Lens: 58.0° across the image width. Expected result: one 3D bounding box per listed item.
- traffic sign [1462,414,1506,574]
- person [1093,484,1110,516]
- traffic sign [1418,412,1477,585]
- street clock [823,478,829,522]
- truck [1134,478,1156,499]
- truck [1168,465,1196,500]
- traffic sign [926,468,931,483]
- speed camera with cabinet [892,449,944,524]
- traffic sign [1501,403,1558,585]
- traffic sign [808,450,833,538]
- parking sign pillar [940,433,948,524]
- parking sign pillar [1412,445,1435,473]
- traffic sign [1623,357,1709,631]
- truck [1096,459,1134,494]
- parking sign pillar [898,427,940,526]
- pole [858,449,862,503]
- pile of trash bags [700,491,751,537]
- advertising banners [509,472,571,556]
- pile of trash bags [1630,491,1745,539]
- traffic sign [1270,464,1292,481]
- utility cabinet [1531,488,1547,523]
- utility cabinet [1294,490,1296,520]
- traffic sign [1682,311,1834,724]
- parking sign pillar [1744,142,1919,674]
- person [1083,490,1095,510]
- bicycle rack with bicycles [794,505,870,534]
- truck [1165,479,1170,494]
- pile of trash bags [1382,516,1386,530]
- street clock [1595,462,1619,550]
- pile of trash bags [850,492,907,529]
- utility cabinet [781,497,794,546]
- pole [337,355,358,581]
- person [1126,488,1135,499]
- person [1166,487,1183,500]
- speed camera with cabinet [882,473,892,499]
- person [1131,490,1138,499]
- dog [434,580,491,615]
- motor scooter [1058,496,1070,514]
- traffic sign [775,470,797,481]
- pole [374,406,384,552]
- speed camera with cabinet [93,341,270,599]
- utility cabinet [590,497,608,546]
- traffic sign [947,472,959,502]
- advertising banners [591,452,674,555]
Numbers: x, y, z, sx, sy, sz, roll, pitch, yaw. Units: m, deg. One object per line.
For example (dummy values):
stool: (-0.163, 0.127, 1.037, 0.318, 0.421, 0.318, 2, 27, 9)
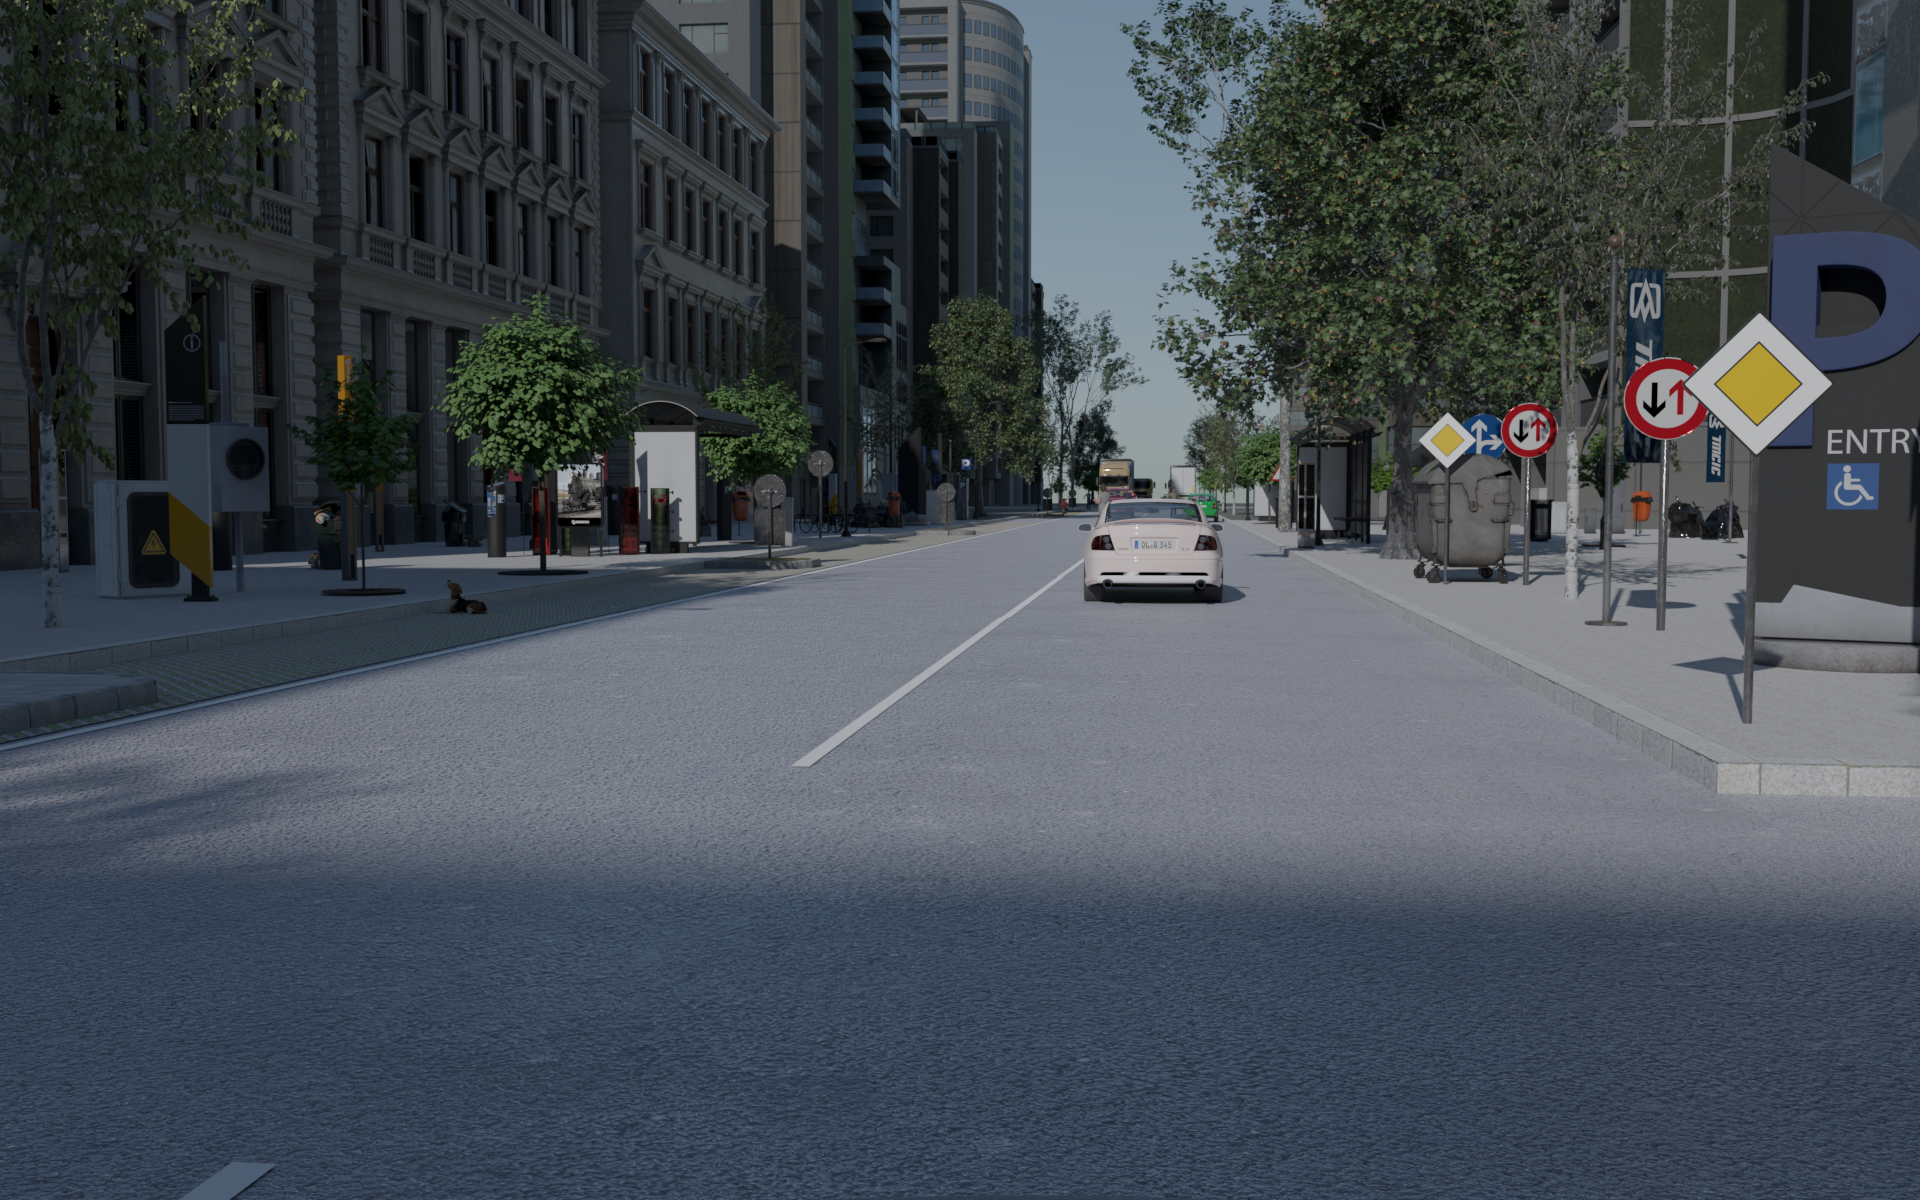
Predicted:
traffic sign: (8.355, -1.688, 27.709, 0.768, 2.556, 0.104, 1, 4, 17)
person: (4.882, -3.052, 58.760, 0.716, 1.782, 0.532, -2, 4, -35)
traffic sign: (6.871, -1.424, 24.466, 0.795, 2.450, 0.064, 1, 4, 14)
street clock: (-5.988, -4.472, 77.689, 0.358, 2.002, 0.471, -1, 4, -19)
truck: (22.422, -13.308, 213.501, 3.469, 3.379, 9.791, 0, 4, 7)
truck: (22.348, -11.326, 174.097, 2.839, 4.237, 11.283, 0, 4, 7)
traffic sign: (-1.747, -5.018, 82.150, 0.768, 2.556, 0.104, 1, 4, 9)
speed camera with cabinet: (-1.734, -4.835, 73.380, 2.038, 3.252, 0.660, -1, 4, -9)
traffic sign: (7.952, -1.477, 24.261, 0.768, 2.556, 0.104, 1, 4, 9)
traffic sign: (-4.070, -3.075, 50.390, 0.768, 2.556, 0.104, 1, 4, 10)
parking sign pillar: (-1.001, -5.347, 75.887, 1.447, 3.967, 1.447, 0, 4, -1)
parking sign pillar: (21.679, -5.685, 81.422, 1.447, 3.967, 1.447, 3, 5, 40)
traffic sign: (6.593, -0.985, 16.217, 0.768, 2.556, 0.104, 1, 4, 13)
truck: (12.611, -9.205, 139.407, 2.839, 4.237, 11.283, 0, 4, 8)
parking sign pillar: (-1.942, -4.997, 70.173, 1.447, 3.967, 1.447, -3, 5, -42)
pole: (-4.511, -5.150, 78.048, 0.158, 3.312, 0.155, 0, 3, 0)
pile of trash bags: (-8.079, -2.632, 52.785, 3.447, 1.369, 1.912, -1, 4, -19)
advertising banners: (-8.736, -2.447, 36.196, 2.074, 3.025, 0.090, 2, 4, 28)
pile of trash bags: (21.412, -2.535, 51.206, 1.912, 1.369, 3.447, -3, 4, -36)
traffic sign: (12.840, -4.236, 69.264, 0.884, 2.594, 0.081, 1, 4, 12)
utility cabinet: (20.833, -3.289, 62.451, 0.318, 1.500, 1.173, 0, 4, 3)
utility cabinet: (15.870, -4.570, 83.396, 1.173, 1.500, 0.318, -2, 4, -27)
traffic sign: (4.400, -0.366, 9.623, 0.795, 2.450, 0.064, 0, 4, 7)
parking sign pillar: (6.713, -1.498, 12.965, 1.447, 3.967, 1.447, 2, 4, 32)
person: (11.827, -9.196, 158.936, 1.350, 1.814, 0.705, 3, 4, 37)
bicycle rack with bicycles: (-4.239, -2.686, 57.303, 2.852, 0.926, 2.925, -3, 5, -43)
truck: (28.698, -14.165, 227.521, 3.469, 3.379, 9.791, 0, 4, 6)
pile of trash bags: (16.895, -3.203, 62.116, 3.447, 1.369, 1.912, -2, 4, -34)
street clock: (14.775, -2.144, 39.625, 0.471, 2.002, 0.358, 0, 4, -6)
pile of trash bags: (-2.920, -3.423, 65.726, 1.912, 1.369, 3.447, -1, 4, -20)
utility cabinet: (-4.269, -1.938, 42.852, 0.306, 1.237, 1.020, 0, 4, -4)
pole: (-9.056, -1.942, 25.601, 0.158, 3.312, 0.155, 0, 3, 0)
person: (9.498, -5.325, 96.016, 0.568, 1.767, 0.683, 1, 4, 21)
person: (12.618, -5.729, 102.179, 1.348, 1.823, 0.705, -1, 4, -21)
speed camera with cabinet: (-2.670, -5.021, 76.421, 0.660, 3.252, 2.038, 2, 4, 29)
person: (11.112, -6.292, 112.305, 0.756, 1.711, 0.436, 2, 4, 25)
dog: (-5.899, -0.022, 20.561, 0.550, 0.427, 0.748, -2, 4, -33)
motor scooter: (7.392, -6.725, 122.733, 0.815, 1.314, 1.986, 1, 4, 9)
traffic sign: (-5.005, -2.980, 48.732, 0.884, 2.594, 0.081, 1, 4, 15)
pole: (-12.881, -2.722, 38.348, 0.158, 3.312, 0.155, 0, 3, 0)
speed camera with cabinet: (-9.815, -1.685, 21.892, 0.660, 3.252, 2.038, 3, 4, 37)
utility cabinet: (-9.166, -1.983, 43.588, 0.306, 1.237, 1.020, -2, 4, -29)
traffic sign: (-0.325, -4.795, 80.532, 0.606, 2.300, 0.079, 1, 4, 12)
advertising banners: (-6.933, -2.458, 36.377, 2.074, 3.025, 0.090, -3, 5, -41)
